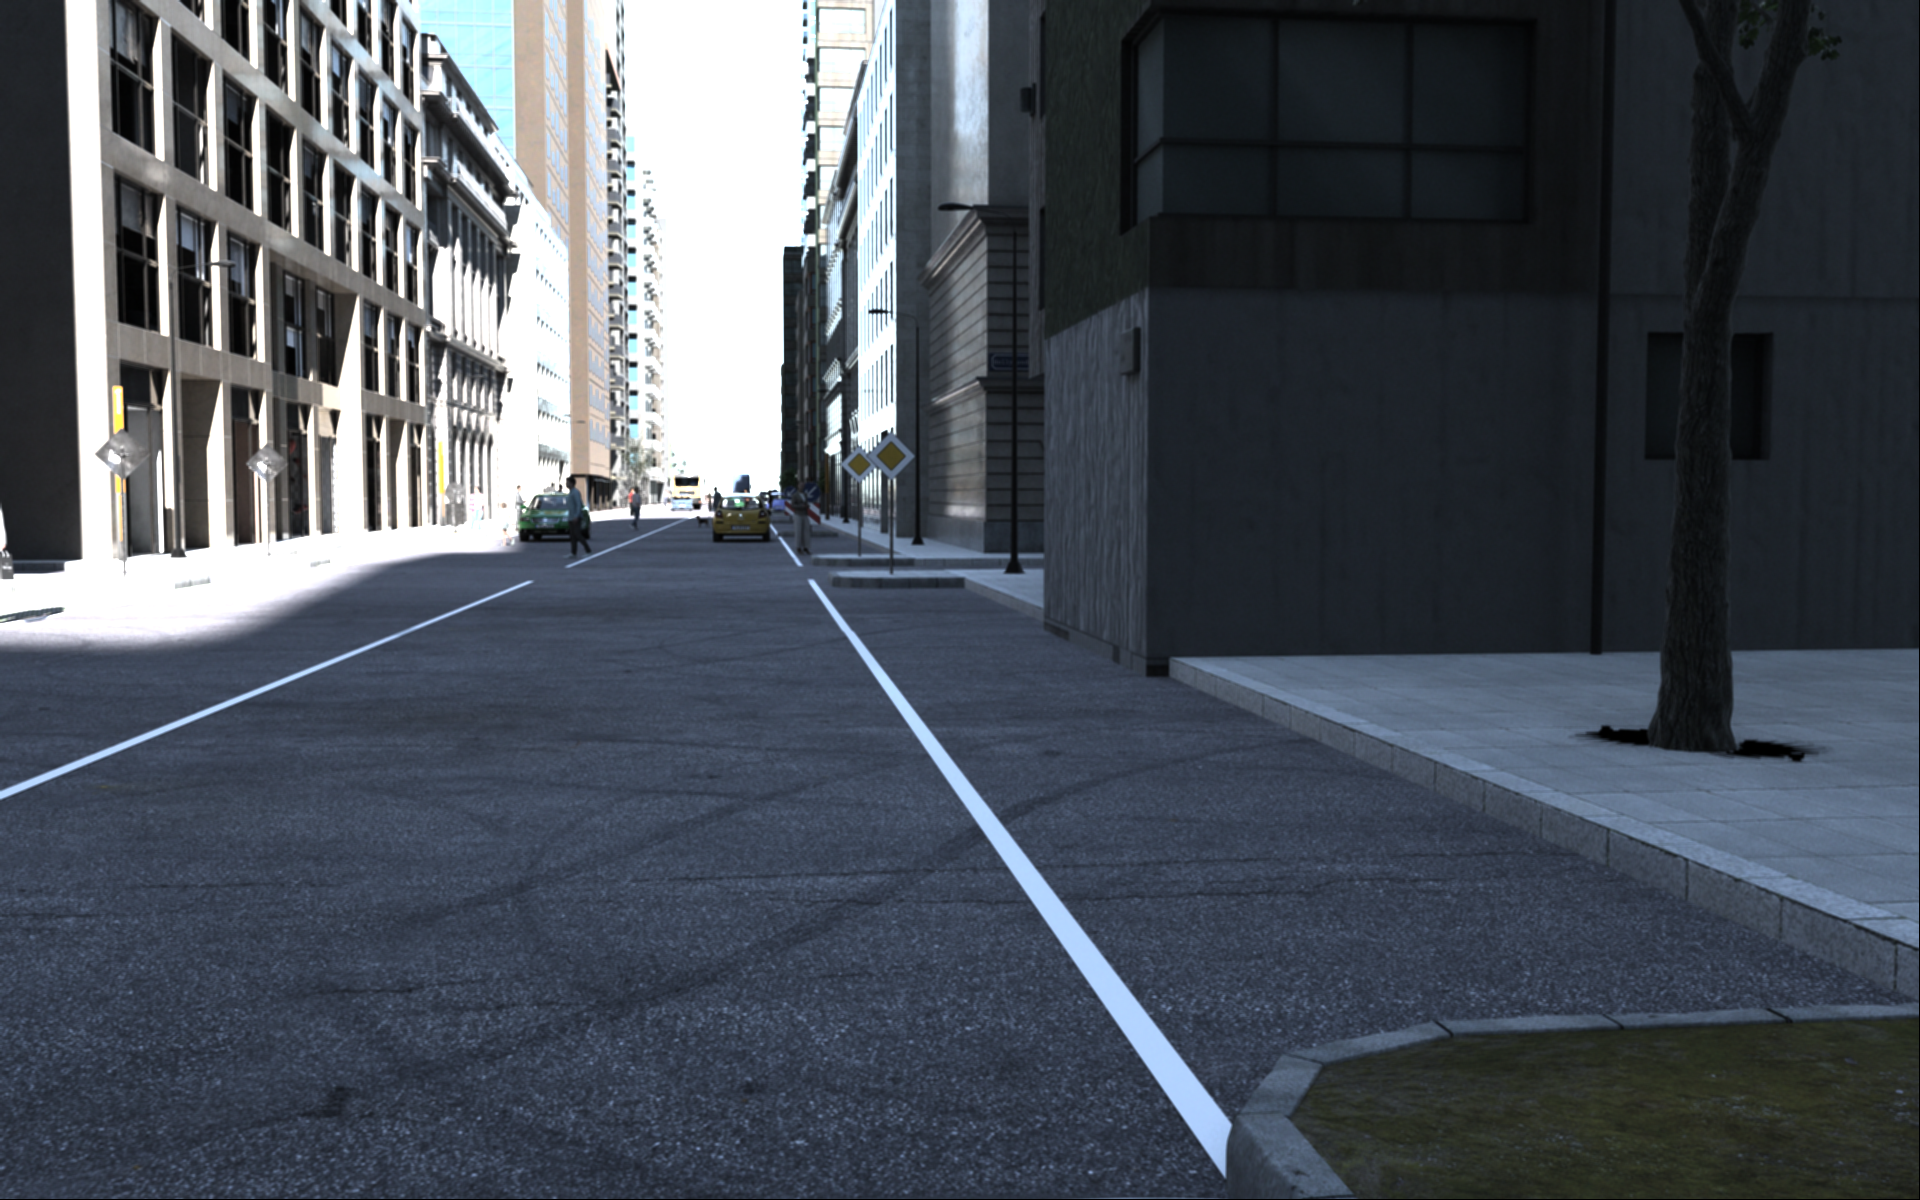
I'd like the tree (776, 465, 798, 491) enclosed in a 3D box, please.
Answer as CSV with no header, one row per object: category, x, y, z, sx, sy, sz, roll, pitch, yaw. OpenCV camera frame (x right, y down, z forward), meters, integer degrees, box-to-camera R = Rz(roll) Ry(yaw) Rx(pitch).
tree,-18.745,-12.825,193.398,4.285,4.588,4.351,0,3,0

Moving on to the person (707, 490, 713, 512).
person,-20.486,-8.165,142.128,0.705,1.807,1.348,1,4,13

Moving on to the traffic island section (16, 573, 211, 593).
traffic island section,-12.734,-0.250,26.363,2.009,0.180,2.903,0,4,-7

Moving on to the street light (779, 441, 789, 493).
street light,-14.937,-11.024,152.787,1.470,5.913,1.316,0,4,-7

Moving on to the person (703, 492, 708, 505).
person,-33.488,-13.400,228.147,0.990,1.755,0.434,2,4,28

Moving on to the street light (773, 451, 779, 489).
street light,-19.052,-13.077,186.350,1.470,5.913,1.316,0,4,-7

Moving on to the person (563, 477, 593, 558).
person,-8.562,-1.852,38.792,0.620,1.820,0.660,-2,4,-32

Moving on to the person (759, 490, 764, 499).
person,-21.357,-10.882,186.285,0.599,1.838,0.709,2,4,27

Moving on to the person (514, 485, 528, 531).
person,-17.009,-3.575,67.147,0.583,1.804,0.606,-1,4,-18

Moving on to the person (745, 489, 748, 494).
person,-16.506,-7.645,133.455,0.705,1.831,1.348,-2,4,-27

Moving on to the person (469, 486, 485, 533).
person,-17.641,-3.298,63.261,0.563,1.720,0.643,-2,4,-27

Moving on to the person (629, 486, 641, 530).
person,-12.838,-3.626,68.463,0.731,1.740,0.598,3,4,39

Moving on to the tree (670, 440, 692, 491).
tree,-44.708,-20.337,266.919,7.601,10.594,8.767,0,4,1

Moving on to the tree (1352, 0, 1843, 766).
tree,3.883,-5.053,8.380,9.928,11.665,9.643,0,3,0

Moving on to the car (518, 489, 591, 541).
car,-12.593,-2.760,53.919,1.959,1.807,4.718,0,4,-5

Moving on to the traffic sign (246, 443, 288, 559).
traffic sign,-13.681,-1.871,34.231,0.795,2.450,0.064,0,4,-7

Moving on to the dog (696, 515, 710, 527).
dog,-11.187,-3.430,75.367,0.540,0.507,0.406,-2,4,-28

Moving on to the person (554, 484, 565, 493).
person,-16.692,-3.916,72.394,0.638,1.841,0.748,0,4,4

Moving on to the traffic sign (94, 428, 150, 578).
traffic sign,-12.711,-1.386,26.304,0.795,2.450,0.064,0,4,-7

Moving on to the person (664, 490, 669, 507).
person,-31.113,-10.732,183.832,0.599,1.838,0.709,0,4,5

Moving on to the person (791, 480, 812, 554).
person,-3.757,-1.966,41.197,0.519,1.759,0.362,-3,5,-43

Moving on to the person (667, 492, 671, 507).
person,-33.167,-11.481,197.006,0.721,1.735,1.217,-3,4,-36

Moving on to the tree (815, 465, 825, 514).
tree,-8.899,-7.218,112.623,1.663,3.219,1.824,0,3,0

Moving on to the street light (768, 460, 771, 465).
street light,-25.074,-16.092,235.651,1.470,5.913,1.316,0,4,-7

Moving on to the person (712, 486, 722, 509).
person,-11.639,-4.548,82.958,0.391,1.810,0.635,1,4,17

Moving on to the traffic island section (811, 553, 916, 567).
traffic island section,-2.048,-0.821,35.705,2.009,0.180,2.903,0,4,-7

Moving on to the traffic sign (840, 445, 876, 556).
traffic sign,-2.071,-1.956,35.625,0.795,2.450,0.064,0,4,-7

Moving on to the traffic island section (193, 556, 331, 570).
traffic island section,-13.704,-0.734,34.289,2.009,0.180,2.903,0,4,-7

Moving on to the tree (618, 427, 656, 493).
tree,-34.698,-14.384,185.539,4.360,8.622,3.978,0,3,0

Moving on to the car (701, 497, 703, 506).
car,-32.180,-12.116,209.896,2.131,1.459,4.920,0,4,-7

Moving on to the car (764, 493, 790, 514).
car,-13.173,-7.081,125.368,1.945,1.707,3.694,0,4,-8

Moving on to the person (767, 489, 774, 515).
person,-12.672,-6.571,116.465,0.721,1.766,1.217,-1,4,-14

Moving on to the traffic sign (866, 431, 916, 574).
traffic sign,-1.101,-1.471,27.699,0.795,2.450,0.064,0,4,-7

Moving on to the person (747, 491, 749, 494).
person,-22.192,-10.494,180.809,0.721,1.736,1.217,2,4,35

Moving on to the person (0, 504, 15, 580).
person,-10.495,-0.607,18.611,0.709,1.800,0.728,-1,4,-11

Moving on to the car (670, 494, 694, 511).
car,-23.788,-8.328,148.158,2.014,1.417,4.499,-1,4,-9

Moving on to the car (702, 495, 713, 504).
car,-35.552,-14.288,245.972,2.083,1.381,4.827,0,4,-5

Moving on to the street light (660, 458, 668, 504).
street light,-38.575,-15.479,225.628,1.470,5.913,1.316,0,4,-7

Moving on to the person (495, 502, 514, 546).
person,-12.635,-2.110,48.008,0.382,1.210,0.505,3,5,40

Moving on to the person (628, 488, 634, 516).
person,-21.092,-6.308,111.573,0.705,1.831,1.348,1,4,15

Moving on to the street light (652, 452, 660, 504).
street light,-34.472,-13.447,192.402,1.470,5.913,1.316,0,4,-7

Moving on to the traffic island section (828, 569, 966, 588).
traffic island section,-1.078,-0.336,27.779,2.009,0.180,2.903,0,4,-7

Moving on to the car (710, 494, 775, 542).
car,-6.694,-2.631,53.243,2.015,1.641,3.980,0,4,-6
